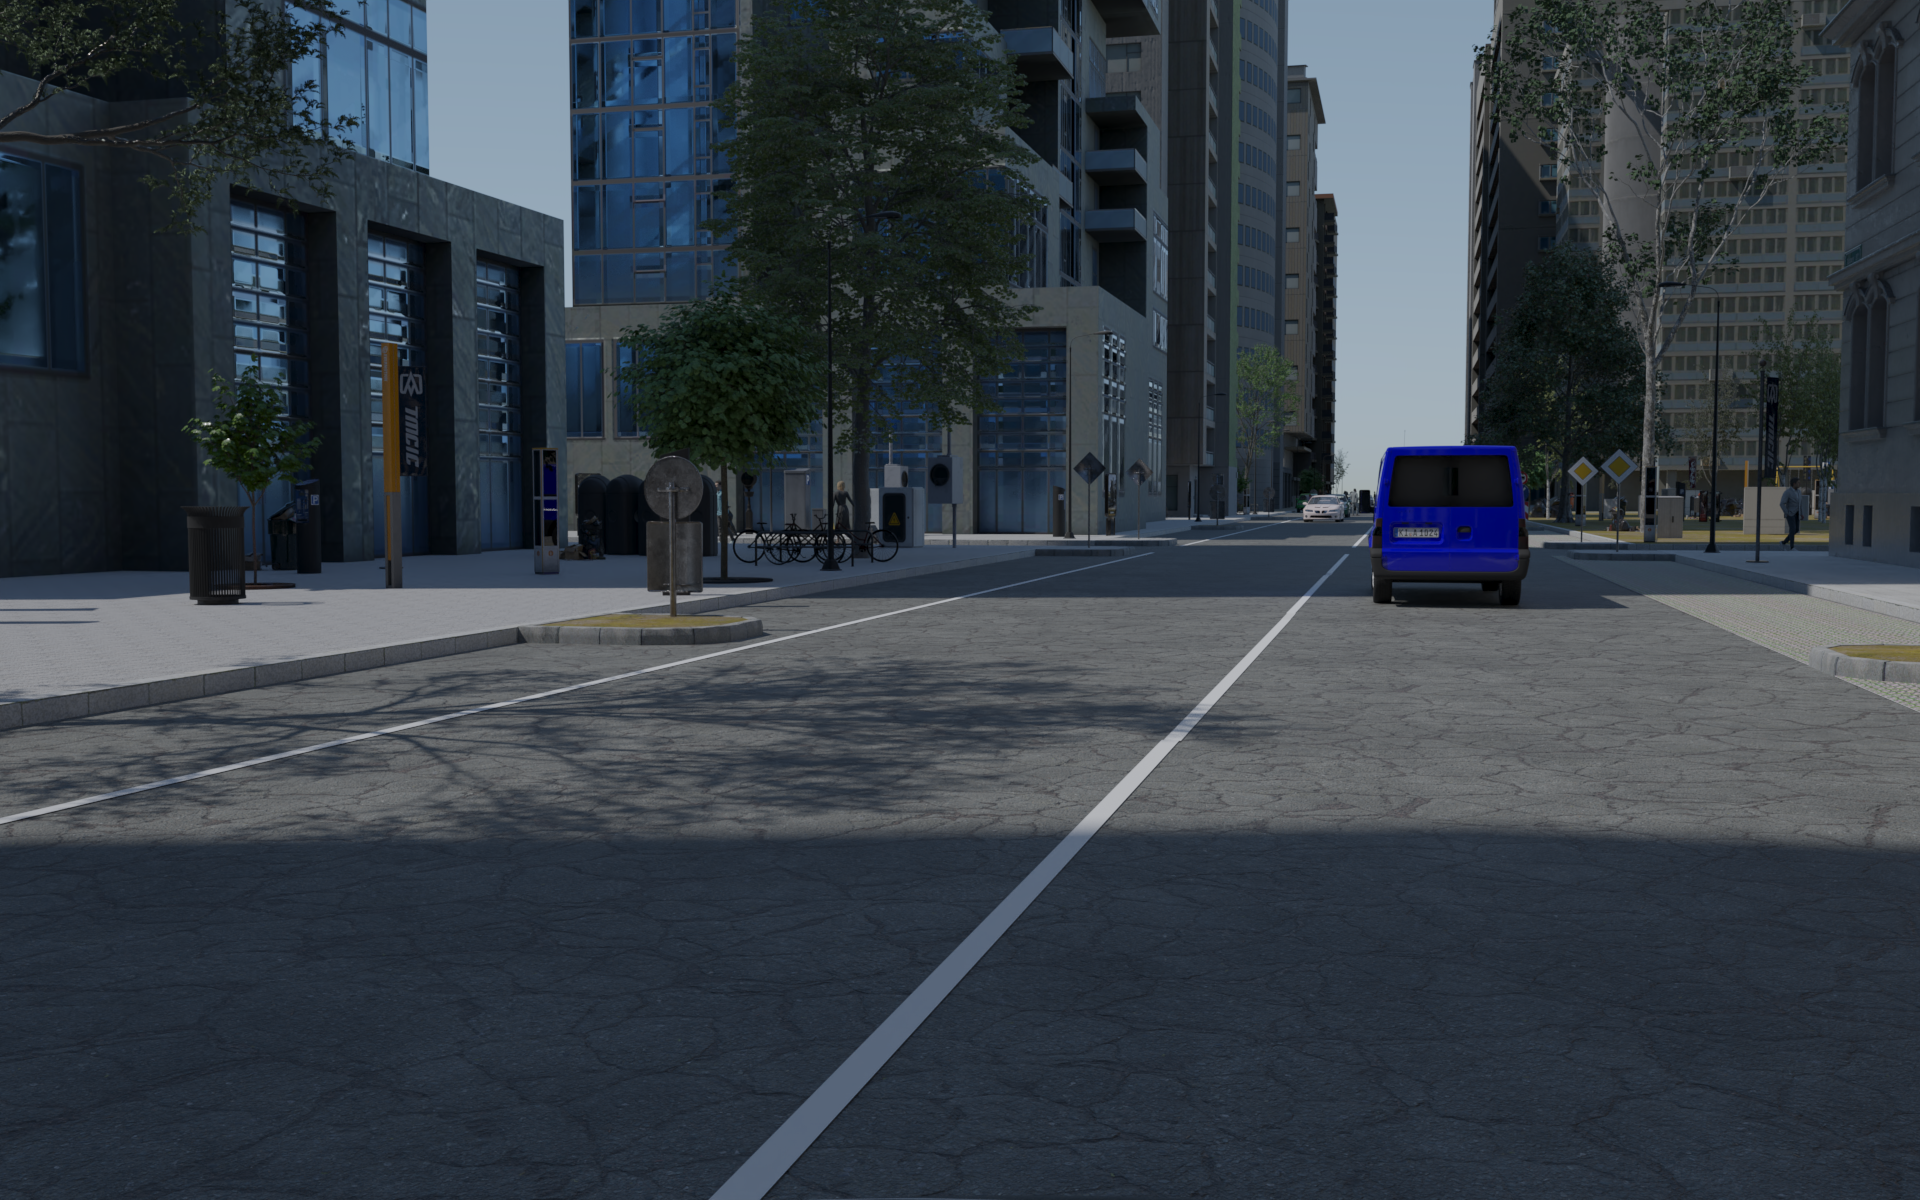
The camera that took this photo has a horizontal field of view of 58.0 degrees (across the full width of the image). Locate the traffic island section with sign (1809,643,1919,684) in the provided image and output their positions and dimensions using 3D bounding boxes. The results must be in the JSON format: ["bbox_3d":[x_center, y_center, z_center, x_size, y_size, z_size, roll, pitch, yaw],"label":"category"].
[{"bbox_3d":[7.931,-0.311,13.718,1.989,1.847,2.006,1,4,14],"label":"traffic island section with sign"}]

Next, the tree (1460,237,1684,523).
[{"bbox_3d":[27.280,-9.811,77.420,9.611,12.733,9.660,0,3,0],"label":"tree"}]

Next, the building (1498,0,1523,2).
[{"bbox_3d":[58.907,-32.520,155.411,21.300,48.544,21.600,1,4,14],"label":"building"}]

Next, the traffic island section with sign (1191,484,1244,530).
[{"bbox_3d":[10.458,-3.763,70.159,1.989,1.847,2.006,1,4,14],"label":"traffic island section with sign"}]

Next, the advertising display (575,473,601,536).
[{"bbox_3d":[-11.440,-2.943,53.330,0.123,1.923,0.974,3,4,37],"label":"advertising display"}]

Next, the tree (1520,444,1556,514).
[{"bbox_3d":[36.809,-7.856,112.166,4.285,4.588,4.351,0,3,0],"label":"tree"}]

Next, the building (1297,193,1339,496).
[{"bbox_3d":[42.332,-36.275,247.727,22.147,44.769,28.867,1,4,14],"label":"building"}]

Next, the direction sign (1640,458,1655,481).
[{"bbox_3d":[41.907,-6.949,105.620,0.876,3.537,0.379,2,4,31],"label":"direction sign"}]

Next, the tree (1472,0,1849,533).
[{"bbox_3d":[23.960,-12.233,55.903,12.611,20.169,13.585,0,3,0],"label":"tree"}]

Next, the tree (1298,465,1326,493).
[{"bbox_3d":[39.557,-12.972,195.802,4.285,4.588,4.351,0,3,0],"label":"tree"}]

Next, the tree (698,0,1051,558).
[{"bbox_3d":[-1.750,-7.134,34.769,7.486,12.596,7.792,0,3,0],"label":"tree"}]

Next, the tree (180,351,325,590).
[{"bbox_3d":[-9.488,-1.772,23.578,1.663,3.219,1.824,0,3,0],"label":"tree"}]

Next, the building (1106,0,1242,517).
[{"bbox_3d":[8.319,-25.413,99.102,14.154,41.232,14.086,1,4,14],"label":"building"}]

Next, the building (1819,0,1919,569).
[{"bbox_3d":[21.343,-14.404,22.896,14.401,28.519,23.554,1,4,14],"label":"building"}]

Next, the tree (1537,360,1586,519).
[{"bbox_3d":[30.306,-8.440,88.357,4.737,8.622,4.395,0,3,0],"label":"tree"}]

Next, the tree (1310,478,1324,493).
[{"bbox_3d":[39.298,-12.064,191.843,1.663,3.219,1.824,0,3,0],"label":"tree"}]

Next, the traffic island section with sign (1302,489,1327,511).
[{"bbox_3d":[29.703,-8.353,145.207,1.989,1.847,2.006,1,4,14],"label":"traffic island section with sign"}]

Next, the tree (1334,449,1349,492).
[{"bbox_3d":[60.249,-19.973,276.922,4.737,8.622,4.395,0,3,0],"label":"tree"}]

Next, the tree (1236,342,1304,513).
[{"bbox_3d":[19.610,-11.728,117.503,9.928,11.665,9.643,0,3,0],"label":"tree"}]

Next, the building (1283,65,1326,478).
[{"bbox_3d":[31.115,-38.609,220.494,28.713,52.752,27.495,1,4,14],"label":"building"}]

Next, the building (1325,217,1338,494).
[{"bbox_3d":[50.776,-37.775,267.739,14.600,45.320,14.200,1,4,14],"label":"building"}]

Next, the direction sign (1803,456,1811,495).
[{"bbox_3d":[49.856,-6.729,102.017,0.876,3.537,0.379,-3,5,-39],"label":"direction sign"}]

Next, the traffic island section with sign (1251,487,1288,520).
[{"bbox_3d":[17.384,-5.415,97.167,1.989,1.847,2.006,1,4,14],"label":"traffic island section with sign"}]

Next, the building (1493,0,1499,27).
[{"bbox_3d":[72.417,-47.070,207.850,20.563,71.187,20.611,1,4,14],"label":"building"}]

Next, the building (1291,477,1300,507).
[{"bbox_3d":[19.852,-30.159,184.985,32.217,40.220,23.993,1,4,14],"label":"building"}]

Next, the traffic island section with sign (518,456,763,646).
[{"bbox_3d":[-3.079,-0.535,17.374,1.989,1.847,2.006,1,4,14],"label":"traffic island section with sign"}]

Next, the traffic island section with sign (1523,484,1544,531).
[{"bbox_3d":[21.900,-3.644,68.204,1.989,1.847,2.006,1,4,14],"label":"traffic island section with sign"}]

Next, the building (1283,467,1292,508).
[{"bbox_3d":[20.502,-44.198,160.896,20.563,71.187,20.611,1,4,14],"label":"building"}]

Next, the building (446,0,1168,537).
[{"bbox_3d":[-2.688,-46.262,69.063,22.319,86.520,31.000,1,4,14],"label":"building"}]

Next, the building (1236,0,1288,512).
[{"bbox_3d":[14.386,-36.434,137.694,21.231,58.520,28.212,1,4,14],"label":"building"}]

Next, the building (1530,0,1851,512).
[{"bbox_3d":[58.549,-26.867,131.158,32.217,40.220,23.993,1,4,14],"label":"building"}]

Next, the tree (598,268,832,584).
[{"bbox_3d":[-3.549,-2.544,25.304,4.285,4.588,4.351,0,3,0],"label":"tree"}]

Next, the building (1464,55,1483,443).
[{"bbox_3d":[78.782,-42.187,231.762,21.231,58.520,28.212,1,4,14],"label":"building"}]

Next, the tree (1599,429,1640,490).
[{"bbox_3d":[42.577,-9.844,111.318,4.360,8.622,3.978,0,3,0],"label":"tree"}]

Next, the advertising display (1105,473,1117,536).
[{"bbox_3d":[4.642,-2.944,53.353,0.123,1.923,0.974,1,4,20],"label":"advertising display"}]

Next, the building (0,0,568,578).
[{"bbox_3d":[-27.081,-43.966,31.513,31.000,86.520,22.319,1,4,14],"label":"building"}]

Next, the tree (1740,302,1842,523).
[{"bbox_3d":[32.345,-7.167,67.542,4.737,8.622,4.395,0,3,0],"label":"tree"}]

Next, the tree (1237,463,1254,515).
[{"bbox_3d":[17.071,-6.876,107.025,1.663,3.219,1.824,0,3,0],"label":"tree"}]

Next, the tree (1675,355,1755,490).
[{"bbox_3d":[40.273,-8.694,92.511,4.360,8.622,3.978,0,3,0],"label":"tree"}]

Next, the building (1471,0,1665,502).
[{"bbox_3d":[64.027,-33.853,177.206,21.300,48.544,21.600,1,4,14],"label":"building"}]

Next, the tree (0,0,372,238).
[{"bbox_3d":[-6.676,-4.645,10.352,7.601,10.594,8.767,-1,4,-11],"label":"tree"}]

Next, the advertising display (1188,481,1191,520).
[{"bbox_3d":[11.496,-4.990,86.793,0.123,1.923,0.974,0,4,5],"label":"advertising display"}]
